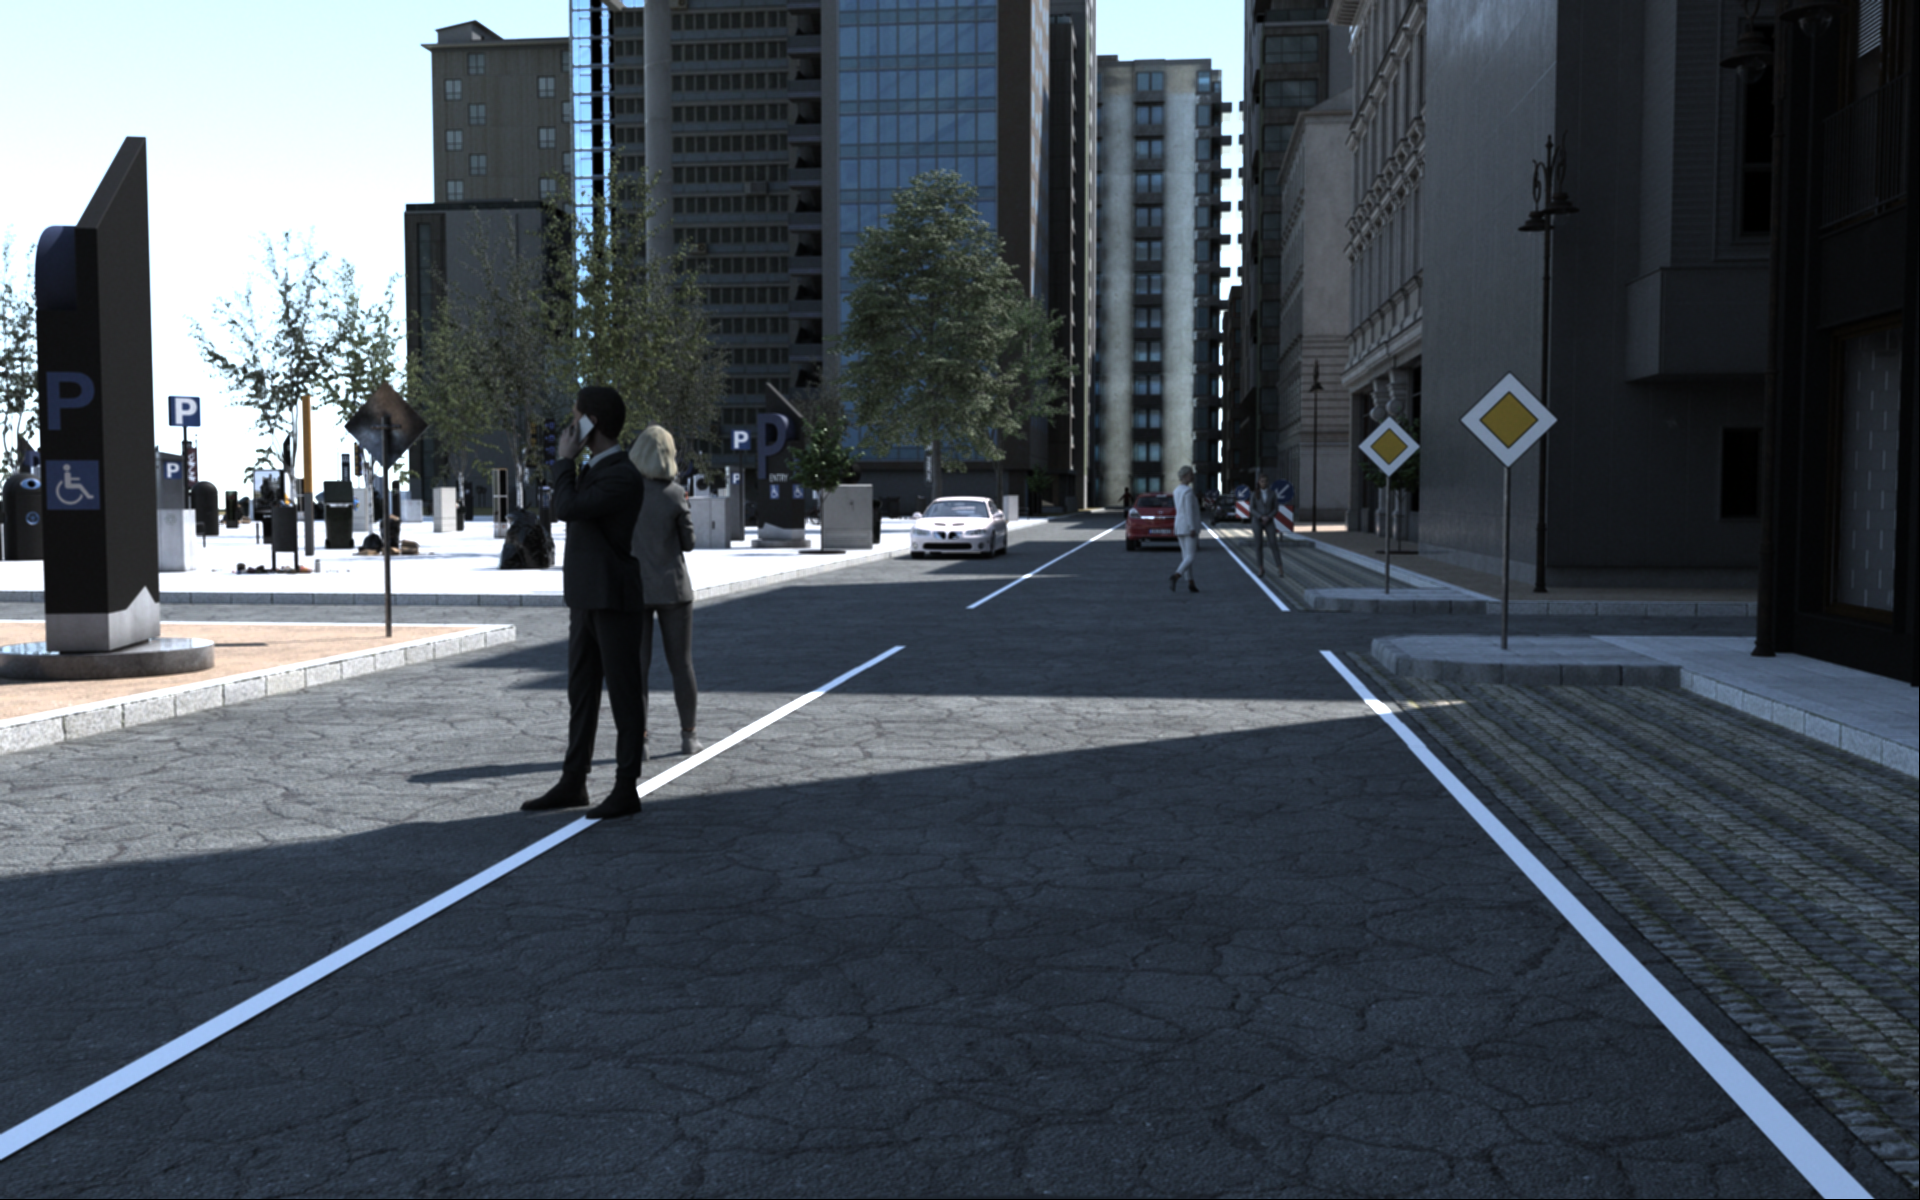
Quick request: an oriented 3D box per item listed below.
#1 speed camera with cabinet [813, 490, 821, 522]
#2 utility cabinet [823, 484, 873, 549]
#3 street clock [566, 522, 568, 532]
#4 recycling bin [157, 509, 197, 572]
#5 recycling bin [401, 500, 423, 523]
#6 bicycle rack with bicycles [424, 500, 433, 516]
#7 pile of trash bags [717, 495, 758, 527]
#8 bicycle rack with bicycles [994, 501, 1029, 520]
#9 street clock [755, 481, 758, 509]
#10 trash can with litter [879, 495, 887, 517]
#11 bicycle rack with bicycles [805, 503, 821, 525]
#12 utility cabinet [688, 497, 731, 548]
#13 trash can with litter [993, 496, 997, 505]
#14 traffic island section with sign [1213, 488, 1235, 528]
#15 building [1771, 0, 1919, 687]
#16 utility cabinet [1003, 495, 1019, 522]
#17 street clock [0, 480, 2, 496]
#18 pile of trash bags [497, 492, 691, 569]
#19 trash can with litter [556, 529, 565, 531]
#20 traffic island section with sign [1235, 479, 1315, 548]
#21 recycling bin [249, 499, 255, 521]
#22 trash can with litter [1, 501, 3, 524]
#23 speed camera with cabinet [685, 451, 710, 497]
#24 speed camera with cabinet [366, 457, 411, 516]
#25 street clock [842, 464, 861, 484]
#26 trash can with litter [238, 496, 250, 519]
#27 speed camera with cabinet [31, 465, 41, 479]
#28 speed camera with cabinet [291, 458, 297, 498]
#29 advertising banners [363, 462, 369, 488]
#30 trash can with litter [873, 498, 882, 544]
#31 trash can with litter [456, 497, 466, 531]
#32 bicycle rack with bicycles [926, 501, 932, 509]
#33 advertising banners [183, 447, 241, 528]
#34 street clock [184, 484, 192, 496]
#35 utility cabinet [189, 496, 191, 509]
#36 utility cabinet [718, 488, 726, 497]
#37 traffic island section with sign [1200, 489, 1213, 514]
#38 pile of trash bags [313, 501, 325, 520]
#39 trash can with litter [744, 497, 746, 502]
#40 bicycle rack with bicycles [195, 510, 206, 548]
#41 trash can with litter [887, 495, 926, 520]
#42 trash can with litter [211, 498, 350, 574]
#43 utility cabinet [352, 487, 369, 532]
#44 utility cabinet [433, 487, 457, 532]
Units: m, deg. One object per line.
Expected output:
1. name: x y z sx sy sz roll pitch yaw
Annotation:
1. speed camera with cabinet: -5.838 -5.307 81.112 2.038 3.252 0.660 -1 4 -19
2. utility cabinet: -2.600 -1.902 39.782 1.173 1.500 0.318 0 4 -7
3. street clock: -12.632 -3.146 55.999 0.471 2.002 0.358 3 5 43
4. recycling bin: -13.129 -0.988 28.700 0.722 1.027 0.722 0 4 -8
5. recycling bin: -24.475 -3.961 77.318 0.722 1.027 0.722 -3 5 -39
6. bicycle rack with bicycles: -30.536 -5.226 98.819 2.852 0.926 2.925 -1 4 -17
7. pile of trash bags: -9.538 -3.612 68.814 3.447 1.369 1.912 0 4 6
8. bicycle rack with bicycles: 2.194 -4.420 85.656 2.852 0.926 2.925 -1 4 -14
9. street clock: -11.051 -5.556 95.410 0.358 2.002 0.471 2 4 33
10. trash can with litter: -4.671 -5.280 97.388 2.233 1.210 1.678 0 4 0
11. bicycle rack with bicycles: -5.572 -3.604 72.315 2.925 0.926 2.852 0 4 6
12. utility cabinet: -5.964 -1.829 41.061 1.020 1.237 0.306 1 4 17
13. trash can with litter: 2.296 -5.120 95.103 1.055 1.170 0.624 0 4 0
14. traffic island section with sign: 11.991 -4.019 74.340 1.989 1.847 2.006 0 4 7
15. building: 11.740 -10.718 4.916 12.332 23.373 15.834 0 4 7
16. utility cabinet: 2.371 -4.280 81.133 0.306 1.237 1.020 2 4 30
17. street clock: -48.114 -5.024 86.719 0.358 2.002 0.471 -2 4 -35
18. pile of trash bags: -6.343 -1.241 30.042 3.447 1.369 1.912 1 4 9
19. trash can with litter: -13.269 -2.988 59.903 1.678 1.210 2.233 0 4 -5
20. traffic island section with sign: 8.606 -2.357 47.159 1.989 1.847 2.006 0 4 7
21. recycling bin: -33.493 -4.302 82.886 0.722 1.027 0.722 1 4 18
22. trash can with litter: -41.238 -3.869 74.645 0.624 1.170 1.055 3 5 41
23. speed camera with cabinet: -12.485 -5.182 79.060 2.038 3.252 0.660 -1 4 -16
24. speed camera with cabinet: -27.952 -5.528 84.715 2.038 3.252 0.660 0 4 2
25. street clock: -2.594 -2.250 41.355 0.358 2.002 0.471 -3 5 -41
26. trash can with litter: -36.829 -4.730 88.726 0.624 1.170 1.055 2 4 25
27. speed camera with cabinet: -28.638 -3.749 55.634 2.038 3.252 0.660 -2 4 -34
28. speed camera with cabinet: -36.118 -5.994 92.346 0.660 3.252 2.038 2 4 31
29. advertising banners: -31.766 -5.990 94.120 2.074 3.025 0.090 2 4 35
30. trash can with litter: -2.383 -2.041 44.754 0.624 1.170 1.055 -1 4 -15
31. trash can with litter: -17.626 -2.966 59.882 1.055 1.170 0.624 1 4 20
32. bicycle rack with bicycles: -0.634 -4.724 90.626 2.852 0.926 2.925 0 4 5
33. advertising banners: -28.009 -4.199 64.841 2.074 3.025 0.090 0 4 0
34. street clock: -30.129 -3.856 67.621 0.358 2.002 0.471 2 4 35
35. utility cabinet: -25.788 -2.866 58.023 0.306 1.237 1.020 -1 4 -13
36. utility cabinet: -8.651 -3.407 64.388 0.318 1.500 1.173 1 4 15
37. traffic island section with sign: 18.056 -7.010 123.241 1.989 1.847 2.006 0 4 7
38. pile of trash bags: -32.045 -4.713 86.818 1.912 1.369 3.447 1 4 10
39. trash can with litter: -11.347 -4.624 86.653 2.233 1.210 1.678 -3 5 -41
40. bicycle rack with bicycles: -18.767 -1.633 40.077 2.852 0.926 2.925 -1 4 -13
41. trash can with litter: -2.356 -4.690 87.733 2.233 1.210 1.678 0 4 6
42. trash can with litter: -11.279 -1.061 28.403 2.233 1.210 1.678 2 4 26
43. utility cabinet: -20.337 -3.054 58.610 1.173 1.500 0.318 3 4 37
44. utility cabinet: -17.186 -3.000 57.731 0.318 1.500 1.173 0 4 7
